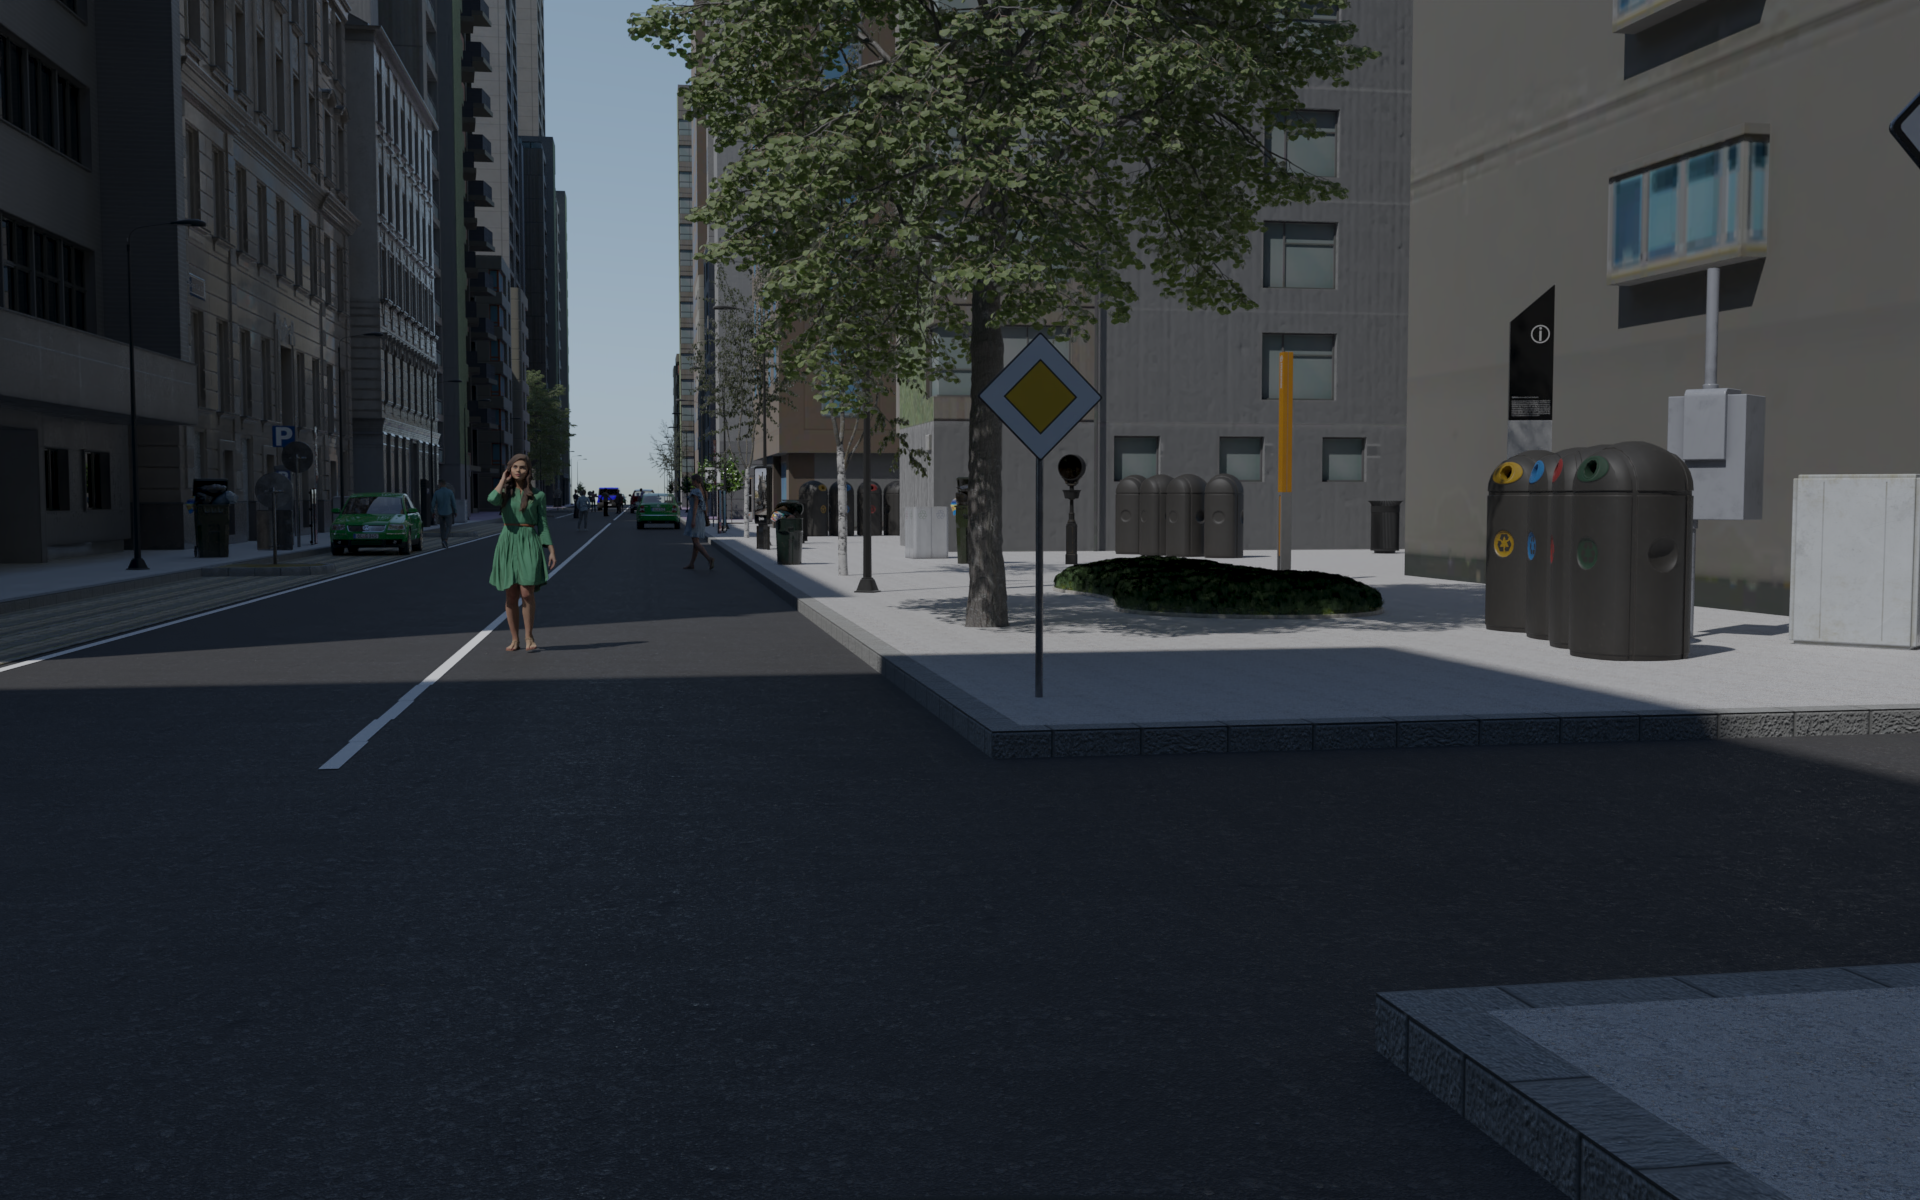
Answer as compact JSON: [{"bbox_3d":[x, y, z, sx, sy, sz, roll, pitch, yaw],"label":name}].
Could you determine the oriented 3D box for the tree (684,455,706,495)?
[{"bbox_3d":[-12.780,-5.623,86.534,1.663,3.219,1.824,0,3,0],"label":"tree"}]

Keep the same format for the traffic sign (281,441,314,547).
[{"bbox_3d":[-15.951,-2.545,41.717,0.768,2.556,0.104,0,4,-2],"label":"traffic sign"}]

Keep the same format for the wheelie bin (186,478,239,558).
[{"bbox_3d":[-15.130,-1.663,35.095,0.980,1.594,0.693,-2,4,-30],"label":"wheelie bin"}]

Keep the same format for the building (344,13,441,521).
[{"bbox_3d":[-27.770,-13.652,72.358,9.793,20.994,18.267,-1,4,-10],"label":"building"}]

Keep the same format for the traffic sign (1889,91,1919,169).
[{"bbox_3d":[1.929,0.038,3.016,0.795,2.450,0.064,-1,4,-10],"label":"traffic sign"}]

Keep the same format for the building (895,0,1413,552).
[{"bbox_3d":[5.100,-22.100,44.937,14.154,41.232,14.086,-1,4,-10],"label":"building"}]

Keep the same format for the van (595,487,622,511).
[{"bbox_3d":[-30.133,-8.836,148.847,2.240,2.365,5.245,-1,4,-9],"label":"van"}]

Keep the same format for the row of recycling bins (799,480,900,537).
[{"bbox_3d":[-3.219,-2.811,53.074,3.534,1.692,1.069,-1,4,-22],"label":"row of recycling bins"}]

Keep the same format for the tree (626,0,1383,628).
[{"bbox_3d":[0.554,-5.995,16.143,7.486,12.596,7.792,0,3,0],"label":"tree"}]

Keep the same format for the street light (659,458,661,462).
[{"bbox_3d":[-26.765,-11.458,159.883,1.470,5.913,1.316,-1,4,-10],"label":"street light"}]

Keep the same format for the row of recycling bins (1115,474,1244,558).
[{"bbox_3d":[4.497,-1.761,35.904,1.069,1.692,3.534,-2,4,-35],"label":"row of recycling bins"}]

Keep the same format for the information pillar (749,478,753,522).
[{"bbox_3d":[-9.655,-4.569,79.194,0.304,2.012,0.304,-1,4,-14],"label":"information pillar"}]

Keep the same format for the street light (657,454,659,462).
[{"bbox_3d":[-30.586,-12.713,180.397,1.470,5.913,1.316,-1,4,-10],"label":"street light"}]

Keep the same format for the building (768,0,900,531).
[{"bbox_3d":[-0.667,-25.451,66.229,14.600,45.320,14.200,-1,4,-10],"label":"building"}]

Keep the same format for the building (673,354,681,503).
[{"bbox_3d":[-23.792,-23.528,229.727,27.650,21.520,28.899,-1,4,-10],"label":"building"}]

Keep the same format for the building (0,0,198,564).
[{"bbox_3d":[-21.185,-12.425,22.212,14.314,24.678,30.058,-1,4,-10],"label":"building"}]

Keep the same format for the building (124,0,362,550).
[{"bbox_3d":[-25.547,-15.450,49.873,12.463,27.353,25.104,-1,4,-10],"label":"building"}]

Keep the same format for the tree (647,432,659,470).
[{"bbox_3d":[-27.823,-13.265,167.245,4.360,8.622,3.978,0,3,0],"label":"tree"}]

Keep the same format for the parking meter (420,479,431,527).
[{"bbox_3d":[-20.710,-3.754,67.091,0.255,1.863,0.399,0,4,7],"label":"parking meter"}]

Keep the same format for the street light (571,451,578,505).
[{"bbox_3d":[-42.165,-13.084,186.457,1.470,5.913,1.316,-1,4,-10],"label":"street light"}]

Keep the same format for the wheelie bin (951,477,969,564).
[{"bbox_3d":[0.286,-1.468,31.902,0.980,1.594,0.693,1,4,10],"label":"wheelie bin"}]

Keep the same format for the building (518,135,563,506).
[{"bbox_3d":[-51.975,-31.056,191.367,14.154,41.232,14.086,-1,4,-10],"label":"building"}]

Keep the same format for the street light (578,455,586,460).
[{"bbox_3d":[-45.854,-14.337,206.952,1.470,5.913,1.316,-1,4,-10],"label":"street light"}]

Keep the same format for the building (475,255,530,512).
[{"bbox_3d":[-49.349,-17.882,137.404,27.650,21.520,28.899,-1,4,-10],"label":"building"}]

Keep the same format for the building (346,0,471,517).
[{"bbox_3d":[-33.098,-24.724,87.835,14.154,41.232,14.086,-1,4,-10],"label":"building"}]

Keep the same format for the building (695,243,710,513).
[{"bbox_3d":[-5.940,-17.646,133.555,27.650,21.520,28.899,-1,4,-10],"label":"building"}]

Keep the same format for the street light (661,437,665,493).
[{"bbox_3d":[-23.108,-10.211,139.483,1.470,5.913,1.316,-1,4,-10],"label":"street light"}]

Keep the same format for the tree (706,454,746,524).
[{"bbox_3d":[-9.991,-4.899,74.704,1.663,3.219,1.824,0,3,0],"label":"tree"}]

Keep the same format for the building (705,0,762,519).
[{"bbox_3d":[-4.402,-34.251,102.007,21.231,58.520,28.212,-1,4,-10],"label":"building"}]

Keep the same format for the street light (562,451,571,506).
[{"bbox_3d":[-38.356,-11.831,165.976,1.470,5.913,1.316,-1,4,-10],"label":"street light"}]

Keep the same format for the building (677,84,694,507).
[{"bbox_3d":[-21.766,-30.216,177.632,14.154,41.232,14.086,-1,4,-10],"label":"building"}]

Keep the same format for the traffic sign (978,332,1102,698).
[{"bbox_3d":[0.496,-0.442,10.872,0.795,2.450,0.064,-1,4,-10],"label":"traffic sign"}]

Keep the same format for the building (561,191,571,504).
[{"bbox_3d":[-58.465,-33.161,225.777,14.154,41.232,14.086,-1,4,-10],"label":"building"}]

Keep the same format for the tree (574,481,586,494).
[{"bbox_3d":[-52.704,-15.000,239.844,1.663,3.219,1.824,0,3,0],"label":"tree"}]

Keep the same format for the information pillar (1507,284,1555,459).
[{"bbox_3d":[6.416,-1.719,19.468,0.504,3.616,0.183,1,4,9],"label":"information pillar"}]

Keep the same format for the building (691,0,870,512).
[{"bbox_3d":[-16.396,-30.745,152.791,14.600,45.320,14.200,-1,4,-10],"label":"building"}]

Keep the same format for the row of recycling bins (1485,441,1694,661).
[{"bbox_3d":[5.386,-0.480,14.959,1.069,1.692,3.534,0,4,3],"label":"row of recycling bins"}]

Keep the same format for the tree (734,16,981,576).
[{"bbox_3d":[-1.658,-4.678,26.852,4.360,8.622,3.978,0,3,0],"label":"tree"}]

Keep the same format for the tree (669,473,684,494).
[{"bbox_3d":[-21.742,-8.732,137.377,1.663,3.219,1.824,0,3,0],"label":"tree"}]

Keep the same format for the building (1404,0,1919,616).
[{"bbox_3d":[18.119,-24.449,23.449,21.600,48.544,21.300,-1,4,-10],"label":"building"}]

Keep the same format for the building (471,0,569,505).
[{"bbox_3d":[-57.844,-47.017,206.986,20.563,71.187,20.611,-1,4,-10],"label":"building"}]

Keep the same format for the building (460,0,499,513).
[{"bbox_3d":[-41.176,-27.748,108.306,22.147,44.769,28.867,-1,4,-10],"label":"building"}]

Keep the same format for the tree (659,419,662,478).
[{"bbox_3d":[-6.223,-6.127,50.540,4.360,8.622,3.978,0,3,0],"label":"tree"}]

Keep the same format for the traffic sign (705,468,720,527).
[{"bbox_3d":[-9.607,-3.993,67.412,0.606,2.300,0.079,0,4,-2],"label":"traffic sign"}]

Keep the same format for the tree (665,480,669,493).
[{"bbox_3d":[-31.987,-12.055,191.705,1.663,3.219,1.824,0,3,0],"label":"tree"}]
